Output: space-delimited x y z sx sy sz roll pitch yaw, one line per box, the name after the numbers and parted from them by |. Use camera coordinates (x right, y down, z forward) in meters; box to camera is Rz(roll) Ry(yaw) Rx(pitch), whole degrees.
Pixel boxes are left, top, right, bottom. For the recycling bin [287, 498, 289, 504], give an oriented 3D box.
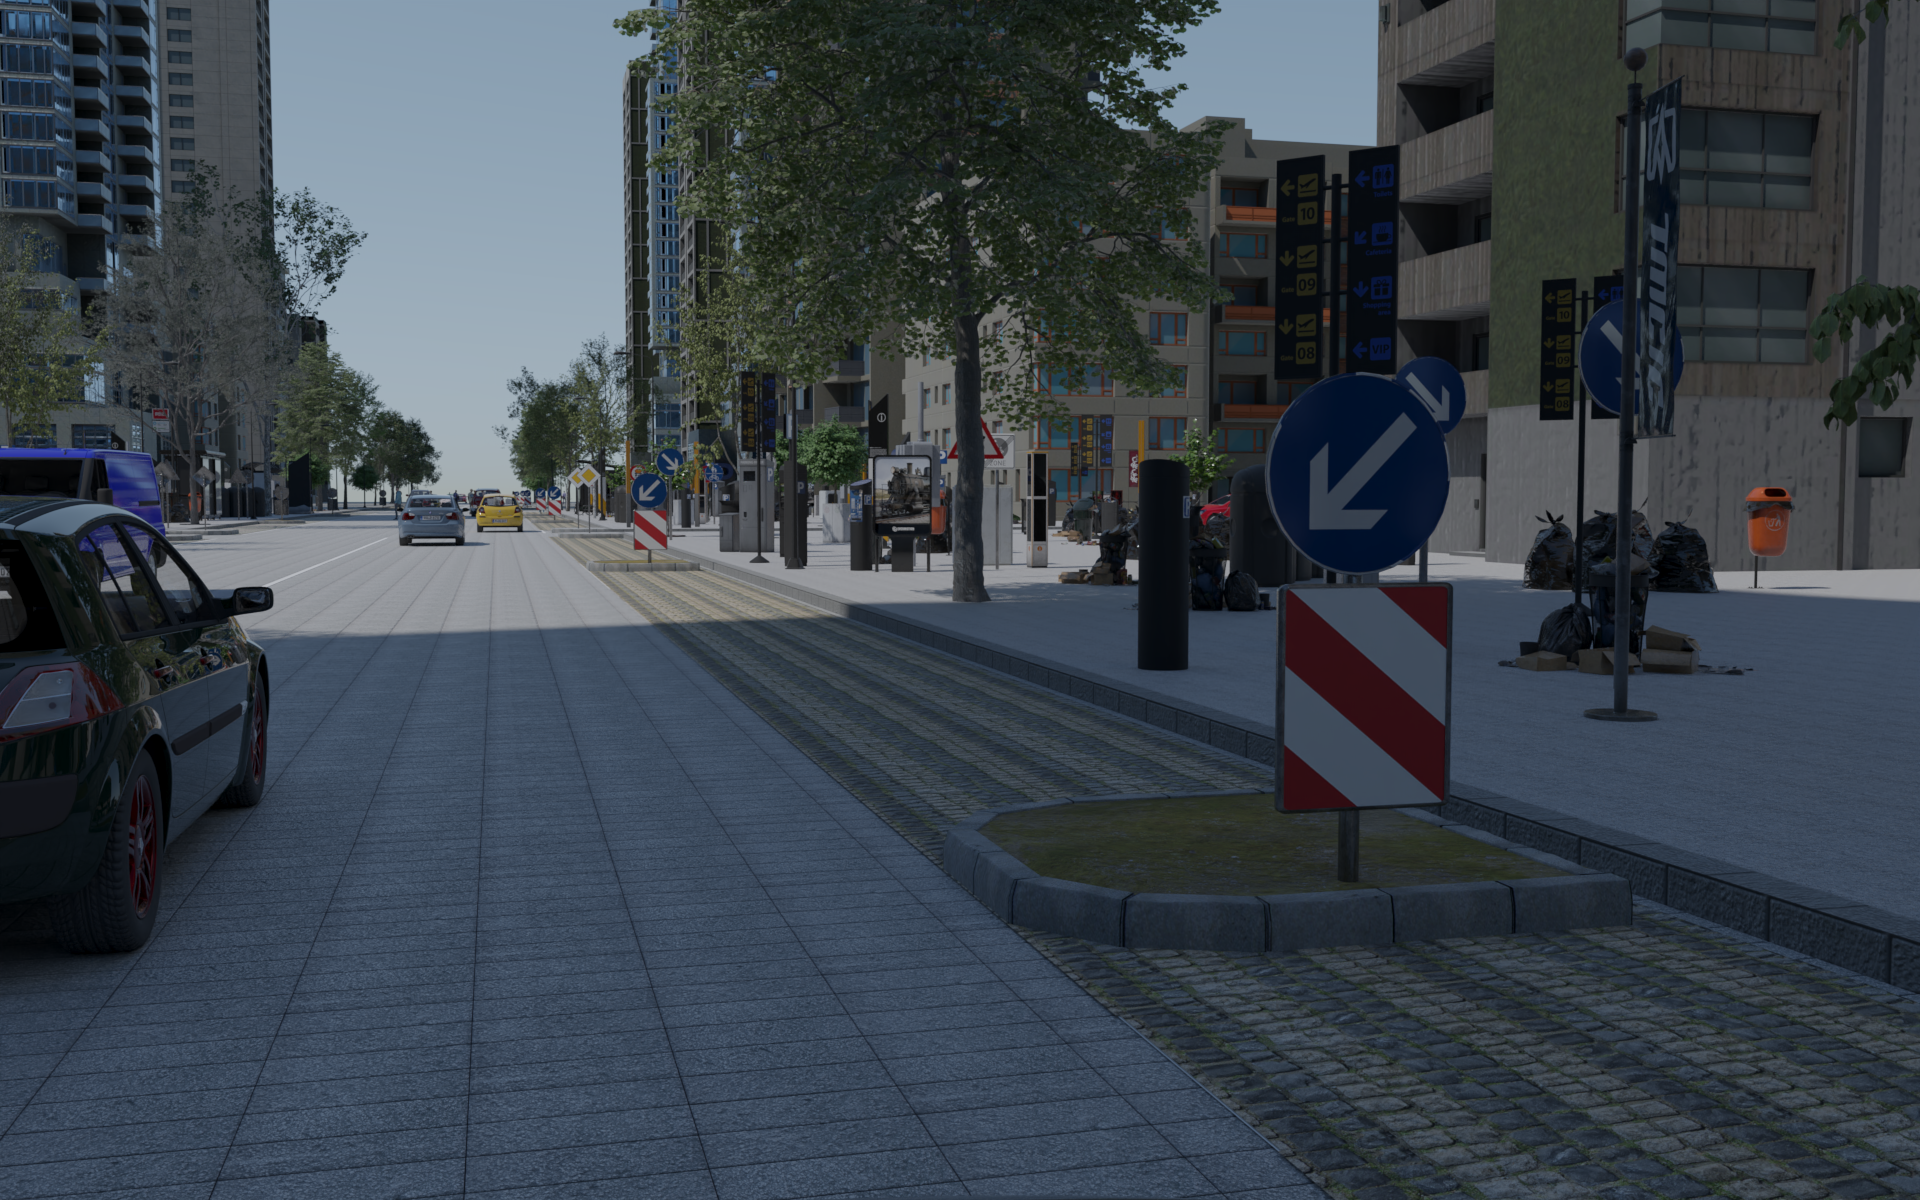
-43.042 -6.089 112.107 0.722 1.027 0.722 -3 5 -43 | recycling bin

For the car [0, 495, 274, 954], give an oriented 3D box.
-3.738 0.197 6.567 2.009 1.686 4.222 -1 4 -15 | car

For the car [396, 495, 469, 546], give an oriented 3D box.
-15.001 -2.279 49.271 2.014 1.417 4.499 -1 4 -15 | car

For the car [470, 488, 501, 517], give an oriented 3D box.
-30.210 -6.250 110.862 2.281 1.827 5.304 -1 4 -14 | car

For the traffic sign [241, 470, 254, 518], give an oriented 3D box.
-37.419 -5.553 90.892 0.768 2.556 0.104 0 4 -5 | traffic sign

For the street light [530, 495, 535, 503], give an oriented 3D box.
-44.815 -12.951 184.290 1.470 5.913 1.316 -1 4 -15 | street light

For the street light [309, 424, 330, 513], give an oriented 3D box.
-42.713 -8.743 115.483 1.470 5.913 1.316 -1 4 -15 | street light

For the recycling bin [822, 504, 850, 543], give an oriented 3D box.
-3.169 -2.047 46.020 0.722 1.027 0.722 2 4 33 | recycling bin

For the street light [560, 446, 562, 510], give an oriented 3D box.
-24.903 -8.399 109.862 1.470 5.913 1.316 -1 4 -15 | street light

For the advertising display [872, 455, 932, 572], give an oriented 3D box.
-0.945 -1.420 28.427 0.974 1.923 0.123 0 3 0 | advertising display

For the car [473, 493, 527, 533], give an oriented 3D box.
-17.542 -3.413 66.031 2.015 1.641 3.980 -1 4 -15 | car

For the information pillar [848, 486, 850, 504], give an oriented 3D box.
-5.044 -5.340 78.661 0.183 3.616 0.504 0 4 -1 | information pillar

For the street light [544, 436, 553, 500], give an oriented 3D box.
-32.181 -10.072 137.211 1.470 5.913 1.316 -1 4 -15 | street light

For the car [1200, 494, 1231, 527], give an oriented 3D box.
10.648 -3.513 66.481 4.494 1.783 2.155 -1 4 -16 | car

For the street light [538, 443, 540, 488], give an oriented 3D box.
-37.669 -11.318 157.588 1.470 5.913 1.316 -1 4 -15 | street light

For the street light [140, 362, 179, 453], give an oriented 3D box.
-28.095 -5.397 60.776 1.470 5.913 1.316 -1 4 -15 | street light

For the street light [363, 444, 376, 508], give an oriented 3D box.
-54.941 -11.548 161.345 1.470 5.913 1.316 -1 4 -15 | street light

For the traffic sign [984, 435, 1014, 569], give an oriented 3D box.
0.632 -1.668 29.394 0.606 2.300 0.079 -1 4 -12 | traffic sign

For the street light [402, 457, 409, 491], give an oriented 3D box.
-69.584 -14.873 215.713 1.470 5.913 1.316 -1 4 -15 | street light

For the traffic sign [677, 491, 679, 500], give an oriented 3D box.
-14.857 -5.571 91.195 0.768 2.556 0.104 -1 4 -11 | traffic sign

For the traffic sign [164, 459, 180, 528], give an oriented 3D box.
-29.680 -3.966 64.848 0.884 2.594 0.081 0 4 -8 | traffic sign

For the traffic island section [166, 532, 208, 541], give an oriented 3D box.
-24.651 -1.913 53.553 2.009 0.180 2.903 -1 4 -15 | traffic island section

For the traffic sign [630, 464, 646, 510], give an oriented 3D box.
-13.843 -4.553 74.554 0.768 2.556 0.104 -1 4 -13 | traffic sign

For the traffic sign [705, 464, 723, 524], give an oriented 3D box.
-10.400 -4.475 73.276 0.768 2.556 0.104 -1 4 -9 | traffic sign

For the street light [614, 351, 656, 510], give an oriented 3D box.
-10.559 -5.138 56.547 1.470 5.913 1.316 -1 4 -15 | street light

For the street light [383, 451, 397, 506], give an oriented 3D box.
-62.019 -13.182 188.064 1.470 5.913 1.316 -1 4 -15 | street light

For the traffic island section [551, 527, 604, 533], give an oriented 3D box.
-14.208 -2.588 64.593 2.009 0.180 2.903 -1 4 -15 | traffic island section

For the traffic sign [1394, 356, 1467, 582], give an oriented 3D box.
4.319 -0.978 16.100 0.768 2.556 0.104 -1 4 -12 | traffic sign

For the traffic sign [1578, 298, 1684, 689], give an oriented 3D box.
4.348 -0.687 11.334 0.768 2.556 0.104 -1 4 -13 | traffic sign

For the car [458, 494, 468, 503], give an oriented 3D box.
-77.452 -15.885 268.758 2.155 1.783 4.494 -1 4 -14 | car

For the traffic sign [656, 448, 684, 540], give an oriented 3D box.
-8.039 -2.934 48.082 0.768 2.556 0.104 -1 4 -13 | traffic sign

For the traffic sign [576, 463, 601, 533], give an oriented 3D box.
-12.166 -3.251 56.795 0.795 2.450 0.064 -1 4 -15 | traffic sign

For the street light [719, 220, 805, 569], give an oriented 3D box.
-3.346 -3.472 29.312 1.470 5.913 1.316 -1 4 -15 | street light

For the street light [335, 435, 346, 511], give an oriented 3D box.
-47.887 -9.913 134.619 1.470 5.913 1.316 -1 4 -15 | street light

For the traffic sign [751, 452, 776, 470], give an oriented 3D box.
-5.751 -3.091 50.647 0.768 2.556 0.104 0 4 -8 | traffic sign

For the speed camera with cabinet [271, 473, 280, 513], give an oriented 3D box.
-46.580 -7.476 116.560 0.660 3.252 2.038 1 4 11 | speed camera with cabinet

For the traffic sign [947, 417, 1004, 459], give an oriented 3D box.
0.230 -1.610 26.333 0.884 2.594 0.081 -1 4 -12 | traffic sign

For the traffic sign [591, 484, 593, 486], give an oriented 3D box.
-24.311 -7.047 115.224 0.884 2.594 0.081 0 4 -7 | traffic sign

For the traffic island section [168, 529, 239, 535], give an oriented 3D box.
-26.713 -2.385 61.268 2.009 0.180 2.903 -1 4 -15 | traffic island section

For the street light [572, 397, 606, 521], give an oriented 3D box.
-17.777 -6.765 83.155 1.470 5.913 1.316 -1 4 -15 | street light

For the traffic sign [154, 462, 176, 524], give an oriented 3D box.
-24.630 -3.049 53.497 0.795 2.450 0.064 -1 4 -15 | traffic sign

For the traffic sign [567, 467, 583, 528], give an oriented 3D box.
-14.228 -3.723 64.510 0.795 2.450 0.064 -1 4 -15 | traffic sign

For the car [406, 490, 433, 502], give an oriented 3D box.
-46.276 -8.552 148.502 2.281 1.827 5.304 -1 4 -13 | car

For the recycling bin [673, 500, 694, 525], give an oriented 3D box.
-12.118 -3.878 75.967 0.722 1.027 0.722 1 4 11 | recycling bin

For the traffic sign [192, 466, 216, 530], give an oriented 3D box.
-26.692 -3.521 61.212 0.795 2.450 0.064 -1 4 -15 | traffic sign

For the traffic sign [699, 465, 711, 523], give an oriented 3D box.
-11.305 -4.722 77.310 0.768 2.556 0.104 -1 4 -14 | traffic sign

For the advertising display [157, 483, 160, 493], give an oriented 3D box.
-40.099 -4.925 85.744 0.974 1.923 0.123 0 4 -2 | advertising display

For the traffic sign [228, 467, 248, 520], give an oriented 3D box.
-35.074 -5.148 84.167 0.884 2.594 0.081 -1 4 -14 | traffic sign

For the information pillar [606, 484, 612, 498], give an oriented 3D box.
-24.399 -7.096 120.512 0.304 2.012 0.304 1 4 12 | information pillar

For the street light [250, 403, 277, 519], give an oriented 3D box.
-35.479 -7.076 88.232 1.470 5.913 1.316 -1 4 -15 | street light

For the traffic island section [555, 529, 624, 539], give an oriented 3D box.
-12.145 -2.116 56.878 2.009 0.180 2.903 -1 4 -15 | traffic island section

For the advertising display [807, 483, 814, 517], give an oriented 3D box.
-8.465 -5.485 94.890 0.974 1.923 0.123 -1 4 -12 | advertising display
